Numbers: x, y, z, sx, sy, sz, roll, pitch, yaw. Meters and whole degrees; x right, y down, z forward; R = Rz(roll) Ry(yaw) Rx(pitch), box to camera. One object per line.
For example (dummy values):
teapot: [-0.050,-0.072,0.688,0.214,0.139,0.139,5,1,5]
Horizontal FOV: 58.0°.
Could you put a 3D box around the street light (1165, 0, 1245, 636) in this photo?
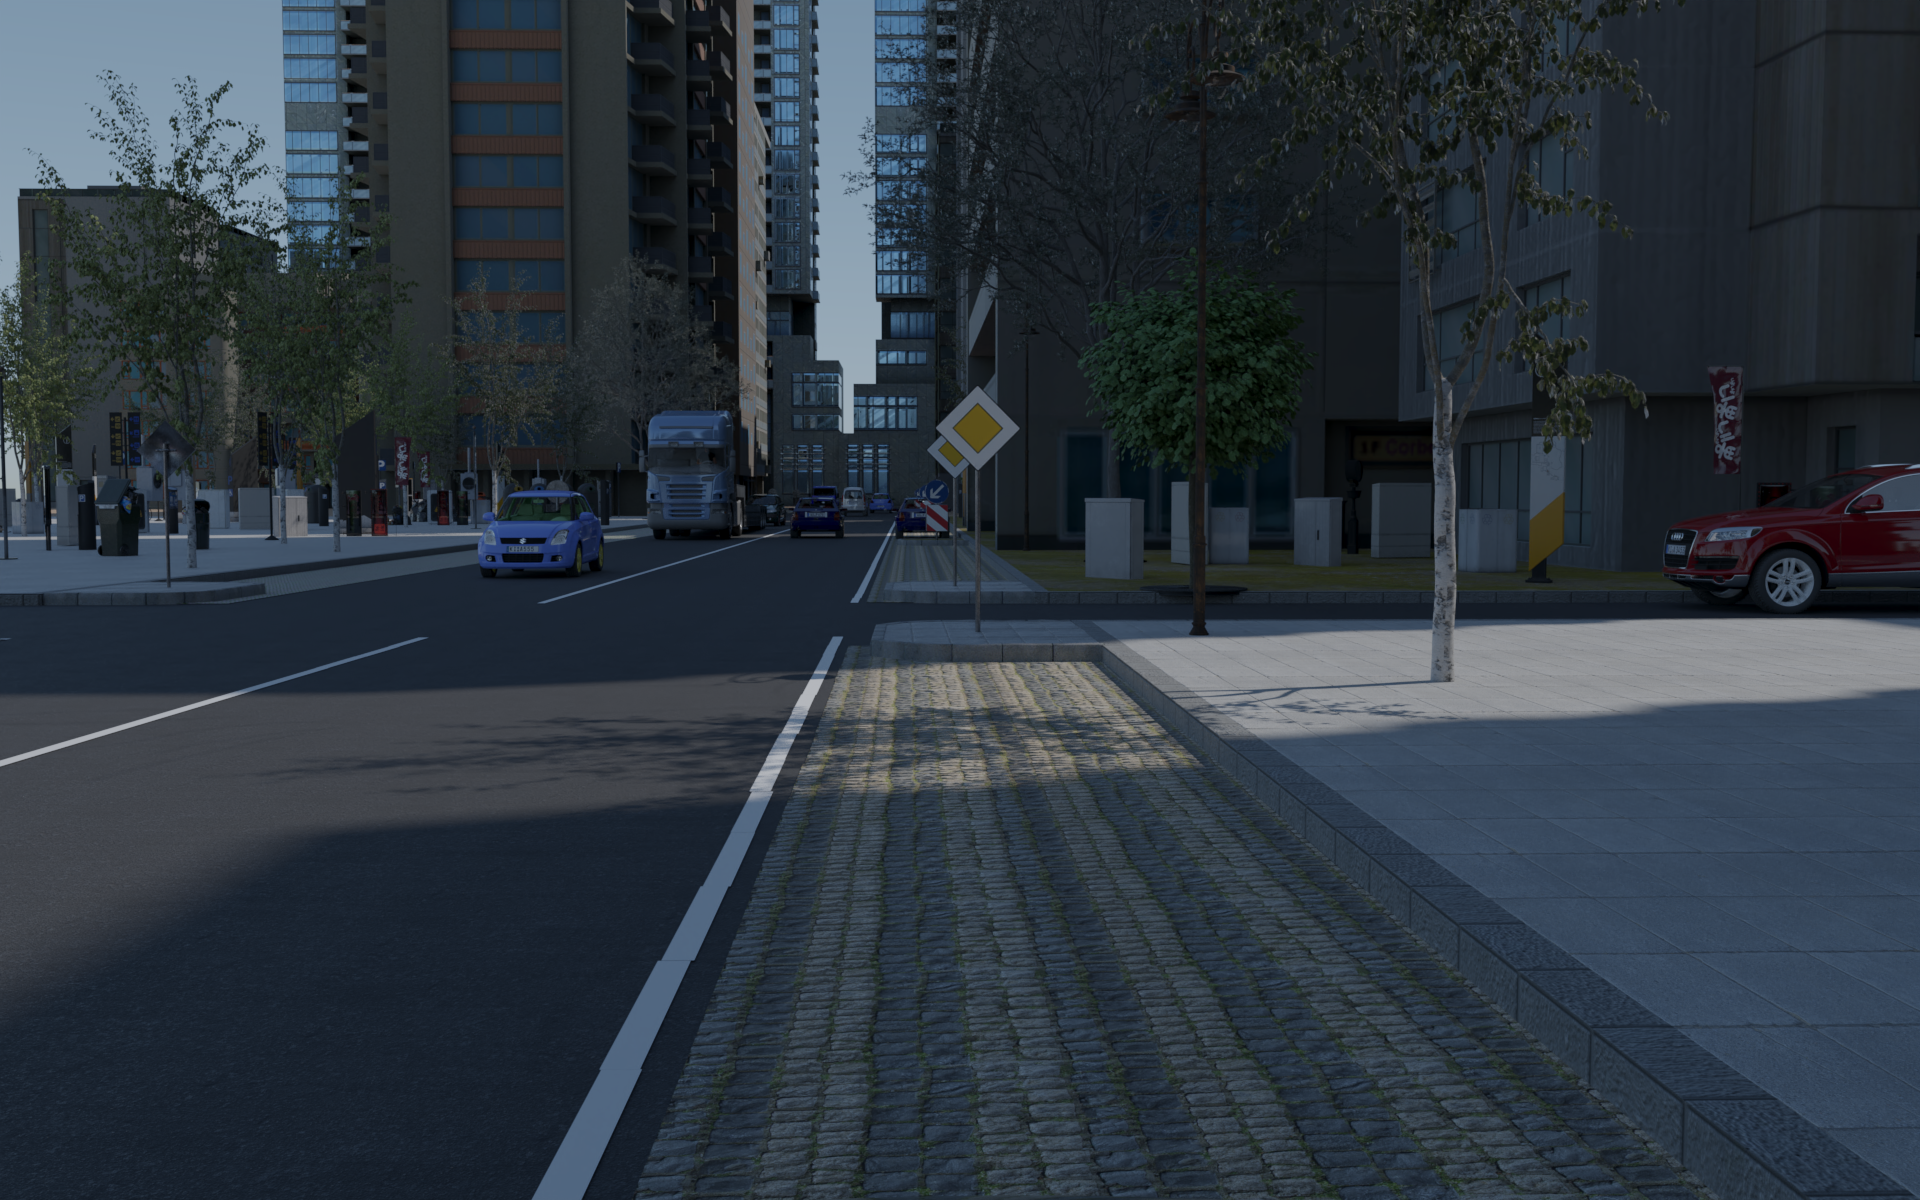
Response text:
street light: [2.175,-2.618,15.589,0.468,5.910,1.993,0,4,-2]

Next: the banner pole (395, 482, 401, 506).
banner pole: [-25.147,-5.349,77.474,0.401,3.779,0.863,-2,4,-32]

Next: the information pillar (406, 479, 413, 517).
information pillar: [-26.030,-4.722,81.700,0.304,2.012,0.304,2,4,34]

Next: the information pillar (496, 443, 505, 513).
information pillar: [-20.818,-5.326,78.435,0.183,3.616,0.504,2,4,23]

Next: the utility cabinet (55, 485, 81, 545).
utility cabinet: [-22.129,-2.104,43.074,0.318,1.500,1.173,-1,4,-9]

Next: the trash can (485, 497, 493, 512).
trash can: [-24.058,-4.723,88.875,0.748,1.137,0.748,0,3,0]

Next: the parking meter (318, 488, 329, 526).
parking meter: [-25.341,-3.703,68.962,0.372,1.533,0.369,0,3,0]

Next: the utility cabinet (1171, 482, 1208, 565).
utility cabinet: [4.179,-1.394,31.477,0.318,1.500,1.173,-1,4,-11]

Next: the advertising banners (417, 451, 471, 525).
advertising banners: [-21.173,-4.577,71.016,2.074,3.025,0.090,-1,4,-15]

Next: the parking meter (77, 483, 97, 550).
parking meter: [-20.048,-1.917,39.758,0.372,1.533,0.369,0,3,0]

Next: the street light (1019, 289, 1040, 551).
street light: [1.502,-4.046,38.932,0.468,5.910,1.993,0,4,-2]

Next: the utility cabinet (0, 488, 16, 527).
utility cabinet: [-37.301,-3.579,67.203,0.318,1.500,1.173,3,4,37]

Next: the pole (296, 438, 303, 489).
pole: [-24.015,-4.230,63.010,0.158,3.312,0.155,0,3,0]

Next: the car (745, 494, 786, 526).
car: [-8.848,-4.168,77.934,2.009,1.686,4.222,0,4,0]

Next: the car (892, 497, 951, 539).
car: [-1.239,-2.658,56.044,1.945,1.354,3.894,0,4,-3]

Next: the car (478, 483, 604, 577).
car: [-7.445,-1.305,30.932,1.945,1.707,3.694,0,4,-3]

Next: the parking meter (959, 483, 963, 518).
parking meter: [0.133,-5.393,93.887,0.255,1.863,0.399,-3,4,-37]

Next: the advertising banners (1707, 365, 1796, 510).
advertising banners: [11.174,-1.683,23.702,2.074,3.025,0.090,0,4,-5]

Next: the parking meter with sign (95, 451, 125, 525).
parking meter with sign: [-34.880,-4.561,70.841,1.738,3.016,0.543,2,4,29]

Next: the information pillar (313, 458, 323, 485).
information pillar: [-34.136,-6.171,92.244,0.504,3.616,0.183,-1,4,-22]

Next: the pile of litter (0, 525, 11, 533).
pile of litter: [-32.210,-2.645,57.219,1.176,0.858,1.719,3,5,40]

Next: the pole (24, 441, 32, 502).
pole: [-36.023,-4.474,66.997,0.158,3.312,0.155,0,3,0]

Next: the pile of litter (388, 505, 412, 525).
pile of litter: [-23.402,-3.518,71.486,1.719,0.858,1.176,-3,4,-37]

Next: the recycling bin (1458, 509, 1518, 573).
recycling bin: [8.690,-0.977,28.524,0.722,1.027,0.722,-1,4,-8]

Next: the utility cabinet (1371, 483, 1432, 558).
utility cabinet: [8.822,-1.588,34.647,1.173,1.500,0.318,-1,4,-17]

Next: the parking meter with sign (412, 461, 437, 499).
parking meter with sign: [-28.446,-5.917,92.999,1.738,3.016,0.543,-1,4,-13]

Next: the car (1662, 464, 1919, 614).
car: [11.519,-0.790,21.585,5.304,1.827,2.281,0,4,0]

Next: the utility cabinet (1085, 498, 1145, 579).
utility cabinet: [2.362,-0.936,26.463,0.306,1.237,1.020,-3,4,-38]

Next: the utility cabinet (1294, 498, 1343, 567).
utility cabinet: [6.421,-1.221,31.121,0.306,1.237,1.020,-2,4,-27]

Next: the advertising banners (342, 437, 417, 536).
advertising banners: [-17.729,-3.459,52.740,2.074,3.025,0.090,0,4,-7]

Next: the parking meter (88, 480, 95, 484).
parking meter: [-36.553,-4.110,72.908,0.255,1.863,0.399,-2,4,-27]

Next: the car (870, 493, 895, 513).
car: [-5.895,-7.400,130.576,1.945,1.707,3.694,0,3,0]

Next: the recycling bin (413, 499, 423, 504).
recycling bin: [-26.253,-4.322,83.219,0.722,1.027,0.722,0,4,-4]

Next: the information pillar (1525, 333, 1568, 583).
information pillar: [8.435,-2.050,24.875,0.504,3.616,0.183,2,4,35]

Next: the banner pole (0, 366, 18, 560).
banner pole: [-18.941,-2.683,33.890,0.863,3.779,0.401,0,4,4]

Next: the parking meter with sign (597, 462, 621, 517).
parking meter with sign: [-19.660,-6.081,95.691,1.738,3.016,0.543,0,4,8]

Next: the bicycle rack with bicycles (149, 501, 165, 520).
bicycle rack with bicycles: [-39.691,-4.368,84.796,2.852,0.926,2.925,-2,4,-31]

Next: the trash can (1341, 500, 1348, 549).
trash can: [8.319,-1.661,38.810,0.748,1.137,0.748,0,3,0]

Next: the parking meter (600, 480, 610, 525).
parking meter: [-14.533,-3.986,70.887,0.255,1.863,0.399,1,4,12]

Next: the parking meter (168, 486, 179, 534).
parking meter: [-25.473,-2.909,55.969,0.372,1.533,0.369,0,3,0]

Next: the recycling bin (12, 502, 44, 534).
recycling bin: [-30.180,-2.662,56.076,0.722,1.027,0.722,3,5,39]

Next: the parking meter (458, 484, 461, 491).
parking meter: [-26.541,-5.300,92.374,0.399,1.863,0.255,-1,4,-8]

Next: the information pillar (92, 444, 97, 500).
information pillar: [-40.540,-5.492,81.149,0.183,3.616,0.504,-1,4,-15]

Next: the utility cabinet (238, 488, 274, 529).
utility cabinet: [-25.319,-3.283,62.352,1.173,1.500,0.318,-2,4,-31]

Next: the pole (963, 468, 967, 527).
pole: [0.208,-4.549,68.224,0.158,3.312,0.155,0,3,0]

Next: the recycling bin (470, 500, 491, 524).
recycling bin: [-20.678,-3.801,74.695,0.722,1.027,0.722,0,4,-4]

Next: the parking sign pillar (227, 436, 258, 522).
parking sign pillar: [-33.361,-5.631,80.545,1.447,3.967,1.447,2,4,34]

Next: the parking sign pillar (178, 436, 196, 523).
parking sign pillar: [-34.791,-5.441,77.432,1.447,3.967,1.447,1,4,16]

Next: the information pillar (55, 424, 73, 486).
information pillar: [-29.944,-4.074,57.960,0.504,3.616,0.183,-3,4,-37]

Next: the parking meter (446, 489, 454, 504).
parking meter: [-25.937,-4.872,88.061,0.372,1.533,0.369,0,3,0]

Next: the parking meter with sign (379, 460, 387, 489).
parking meter with sign: [-29.312,-5.595,87.743,0.543,3.016,1.738,-1,4,-21]

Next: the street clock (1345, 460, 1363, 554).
street clock: [8.410,-1.984,37.002,0.358,2.002,0.471,2,4,35]

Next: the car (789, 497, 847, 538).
car: [-4.715,-2.745,57.462,1.945,1.354,3.894,0,4,-3]

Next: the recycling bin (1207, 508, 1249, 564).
recycling bin: [4.923,-1.184,31.919,0.722,1.027,0.722,0,4,2]

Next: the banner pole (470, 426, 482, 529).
banner pole: [-17.699,-4.481,63.276,0.401,3.779,0.863,-1,4,-20]

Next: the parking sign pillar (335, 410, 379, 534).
parking sign pillar: [-19.433,-4.118,55.799,1.447,3.967,1.447,0,4,0]

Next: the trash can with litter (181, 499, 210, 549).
trash can with litter: [-17.775,-1.767,40.283,0.624,1.170,1.055,-2,4,-26]

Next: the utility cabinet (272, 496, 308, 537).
utility cabinet: [-20.180,-2.510,52.198,0.306,1.237,1.020,2,4,32]
